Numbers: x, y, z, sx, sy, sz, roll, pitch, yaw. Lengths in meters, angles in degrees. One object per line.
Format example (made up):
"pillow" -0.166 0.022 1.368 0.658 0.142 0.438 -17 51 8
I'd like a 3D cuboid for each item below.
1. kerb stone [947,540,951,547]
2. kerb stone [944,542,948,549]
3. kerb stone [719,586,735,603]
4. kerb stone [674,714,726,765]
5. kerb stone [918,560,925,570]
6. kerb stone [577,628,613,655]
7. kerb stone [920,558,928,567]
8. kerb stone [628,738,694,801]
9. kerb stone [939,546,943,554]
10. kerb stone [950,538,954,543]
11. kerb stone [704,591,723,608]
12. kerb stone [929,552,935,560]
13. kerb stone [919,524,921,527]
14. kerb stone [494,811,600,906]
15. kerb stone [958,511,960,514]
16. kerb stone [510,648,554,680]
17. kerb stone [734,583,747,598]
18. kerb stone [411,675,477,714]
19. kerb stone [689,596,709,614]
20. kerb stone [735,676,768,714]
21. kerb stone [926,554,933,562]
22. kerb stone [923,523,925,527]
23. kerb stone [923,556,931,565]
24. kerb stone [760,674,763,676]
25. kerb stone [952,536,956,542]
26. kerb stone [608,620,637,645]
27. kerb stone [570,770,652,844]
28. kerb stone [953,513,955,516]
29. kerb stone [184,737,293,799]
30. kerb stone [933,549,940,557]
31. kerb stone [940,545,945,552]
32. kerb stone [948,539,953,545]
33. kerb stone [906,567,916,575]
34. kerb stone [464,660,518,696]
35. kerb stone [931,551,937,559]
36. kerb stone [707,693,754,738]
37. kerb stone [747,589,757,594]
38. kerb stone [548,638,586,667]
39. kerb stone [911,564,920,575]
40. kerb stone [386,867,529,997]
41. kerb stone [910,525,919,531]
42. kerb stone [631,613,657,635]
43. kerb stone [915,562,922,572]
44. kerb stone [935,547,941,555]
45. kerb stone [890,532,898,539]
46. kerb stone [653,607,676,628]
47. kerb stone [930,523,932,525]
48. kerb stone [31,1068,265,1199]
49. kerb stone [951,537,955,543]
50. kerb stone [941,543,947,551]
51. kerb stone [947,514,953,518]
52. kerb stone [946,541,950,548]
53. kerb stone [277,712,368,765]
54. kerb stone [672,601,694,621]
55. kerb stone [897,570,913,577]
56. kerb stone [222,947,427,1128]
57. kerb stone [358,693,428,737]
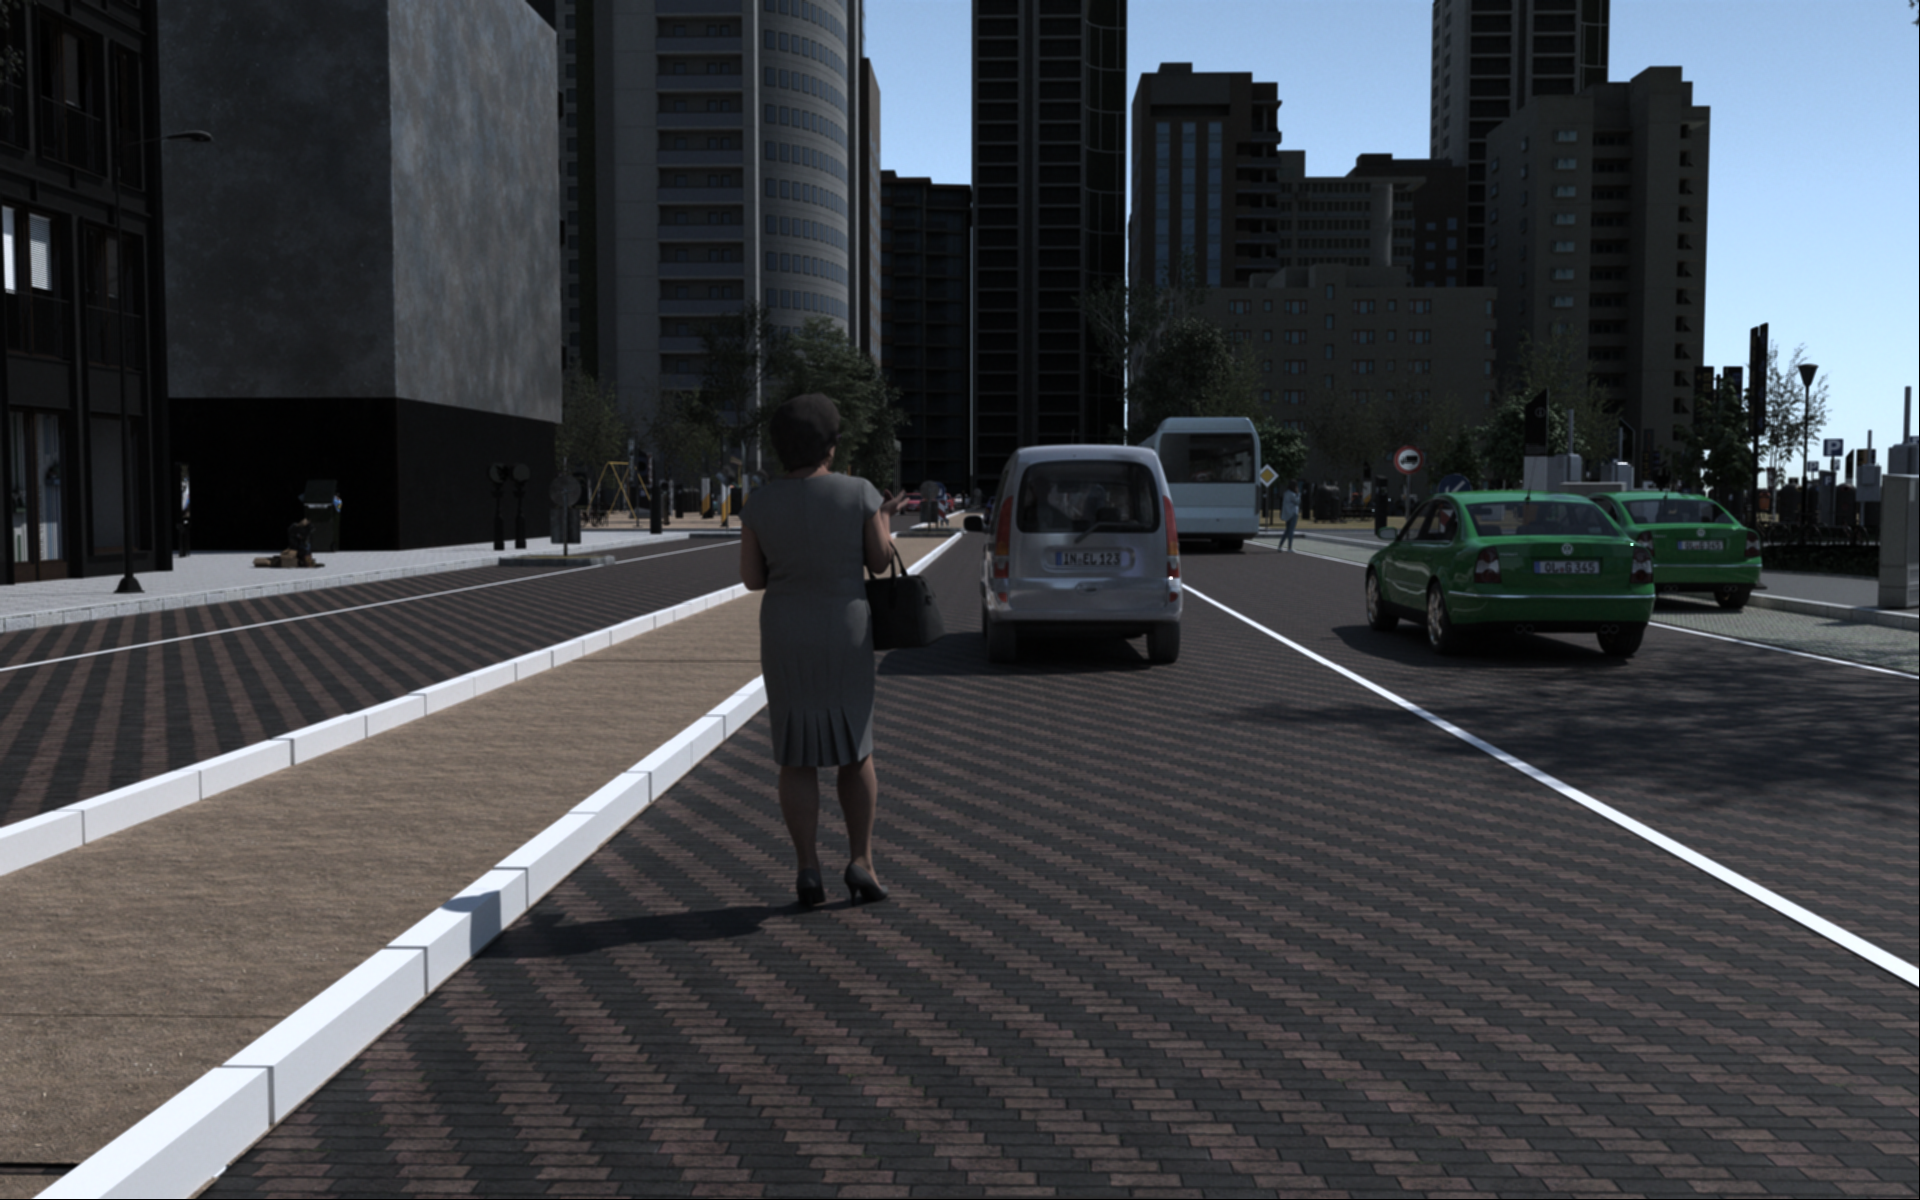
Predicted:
"kerb stone" -0.375 -1.414 45.398 0.120 0.150 1.000 0 4 2
"kerb stone" -0.435 -1.294 43.345 0.120 0.150 1.000 0 4 2
"kerb stone" -3.147 -0.044 22.919 0.120 0.150 1.000 0 4 2
"kerb stone" -1.444 0.779 9.532 0.120 0.150 1.000 0 4 2
"kerb stone" -0.776 -0.603 32.061 0.120 0.150 1.000 0 4 2
"kerb stone" -3.355 0.395 15.741 0.120 0.150 1.000 0 4 2
"kerb stone" -0.744 -0.666 33.090 0.120 0.150 1.000 0 4 2
"kerb stone" -1.471 0.837 8.506 0.120 0.150 1.000 0 4 2
"kerb stone" -0.525 -1.106 40.274 0.120 0.150 1.000 0 4 2
"kerb stone" -0.312 -1.543 47.444 0.120 0.150 1.000 0 4 2
"kerb stone" -3.177 0.018 21.897 0.120 0.150 1.000 0 4 2
"kerb stone" -0.654 -0.855 36.169 0.120 0.150 1.000 0 4 2
"kerb stone" -1.765 -2.896 69.542 0.120 0.150 1.000 0 4 2
"kerb stone" -1.531 0.963 6.458 0.120 0.150 1.000 0 4 2
"kerb stone" -0.273 -5.968 119.774 0.120 0.150 1.000 0 4 2
"kerb stone" -3.418 0.521 13.677 0.120 0.150 1.000 0 4 2
"kerb stone" -3.112 -0.107 23.947 0.120 0.150 1.000 0 4 2
"kerb stone" -3.478 0.646 11.634 0.120 0.150 1.000 0 4 2
"kerb stone" -3.207 0.081 20.867 0.120 0.150 1.000 0 4 2
"kerb stone" -1.381 0.649 11.577 0.120 0.150 1.000 0 4 2
"kerb stone" -0.683 -0.791 35.147 0.120 0.150 1.000 0 4 2
"kerb stone" -1.671 -3.084 72.616 0.120 0.150 1.000 0 4 2
"kerb stone" -0.711 -0.729 34.123 0.120 0.150 1.000 0 4 2
"kerb stone" -1.346 0.591 12.604 0.120 0.150 1.000 0 4 2
"kerb stone" -0.261 -1.670 49.492 0.120 0.150 1.000 0 4 2
"kerb stone" -3.322 0.332 16.770 0.120 0.150 1.000 0 4 2
"kerb stone" -1.508 0.900 7.480 0.120 0.150 1.000 0 4 2
"kerb stone" -0.581 -5.342 109.534 0.120 0.150 1.000 0 4 2
"kerb stone" -3.577 0.838 8.562 0.120 0.150 1.000 0 4 2
"kerb stone" -0.586 -0.980 38.222 0.120 0.150 1.000 0 4 2
"kerb stone" -0.505 -1.168 41.297 0.120 0.150 1.000 0 4 2
"kerb stone" -0.344 -1.476 46.423 0.120 0.150 1.000 0 4 2
"kerb stone" -0.864 -0.415 28.988 0.120 0.150 1.000 0 4 2
"kerb stone" -3.452 0.584 12.655 0.120 0.150 1.000 0 4 2
"kerb stone" -0.625 -0.912 37.195 0.120 0.150 1.000 0 4 2
"kerb stone" -1.407 0.712 10.554 0.120 0.150 1.000 0 4 2
"kerb stone" -3.087 -0.167 24.968 0.120 0.150 1.000 0 4 2
"kerb stone" -3.382 0.459 14.706 0.120 0.150 1.000 0 4 2
"kerb stone" -0.832 -0.478 30.017 0.120 0.150 1.000 0 4 2
"kerb stone" -1.560 1.029 5.431 0.120 0.150 1.000 0 4 2
"kerb stone" -1.797 -2.828 68.515 0.120 0.150 1.000 0 4 2
"kerb stone" -3.304 0.269 17.793 0.120 0.150 1.000 0 4 2
"kerb stone" -0.803 -0.541 31.038 0.120 0.150 1.000 0 4 2
"kerb stone" -0.563 -1.043 39.244 0.120 0.150 1.000 0 4 2
"kerb stone" -2.146 -2.112 56.734 0.120 0.150 1.000 0 4 2
"kerb stone" -3.268 0.209 18.823 0.120 0.150 1.000 0 4 2
"kerb stone" -1.486 -3.456 78.772 0.120 0.150 1.000 0 4 2
"kerb stone" -1.624 1.152 3.382 0.120 0.150 1.000 0 4 2
"kerb stone" -0.291 -1.607 48.466 0.120 0.150 1.000 0 4 2
"kerb stone" -0.467 -1.231 42.324 0.120 0.150 1.000 0 4 2
"kerb stone" -0.636 -5.214 107.490 0.120 0.150 1.000 0 4 2
"kerb stone" -0.405 -1.355 44.375 0.120 0.150 1.000 0 4 2
"kerb stone" -3.538 0.771 9.590 0.120 0.150 1.000 0 4 2
"kerb stone" -3.235 0.149 19.844 0.120 0.150 1.000 0 4 2
"kerb stone" -0.892 -0.352 27.967 0.120 0.150 1.000 0 4 2
"kerb stone" -1.593 1.094 4.410 0.120 0.150 1.000 0 4 2
"kerb stone" -3.507 0.717 10.612 0.120 0.150 1.000 0 4 2
